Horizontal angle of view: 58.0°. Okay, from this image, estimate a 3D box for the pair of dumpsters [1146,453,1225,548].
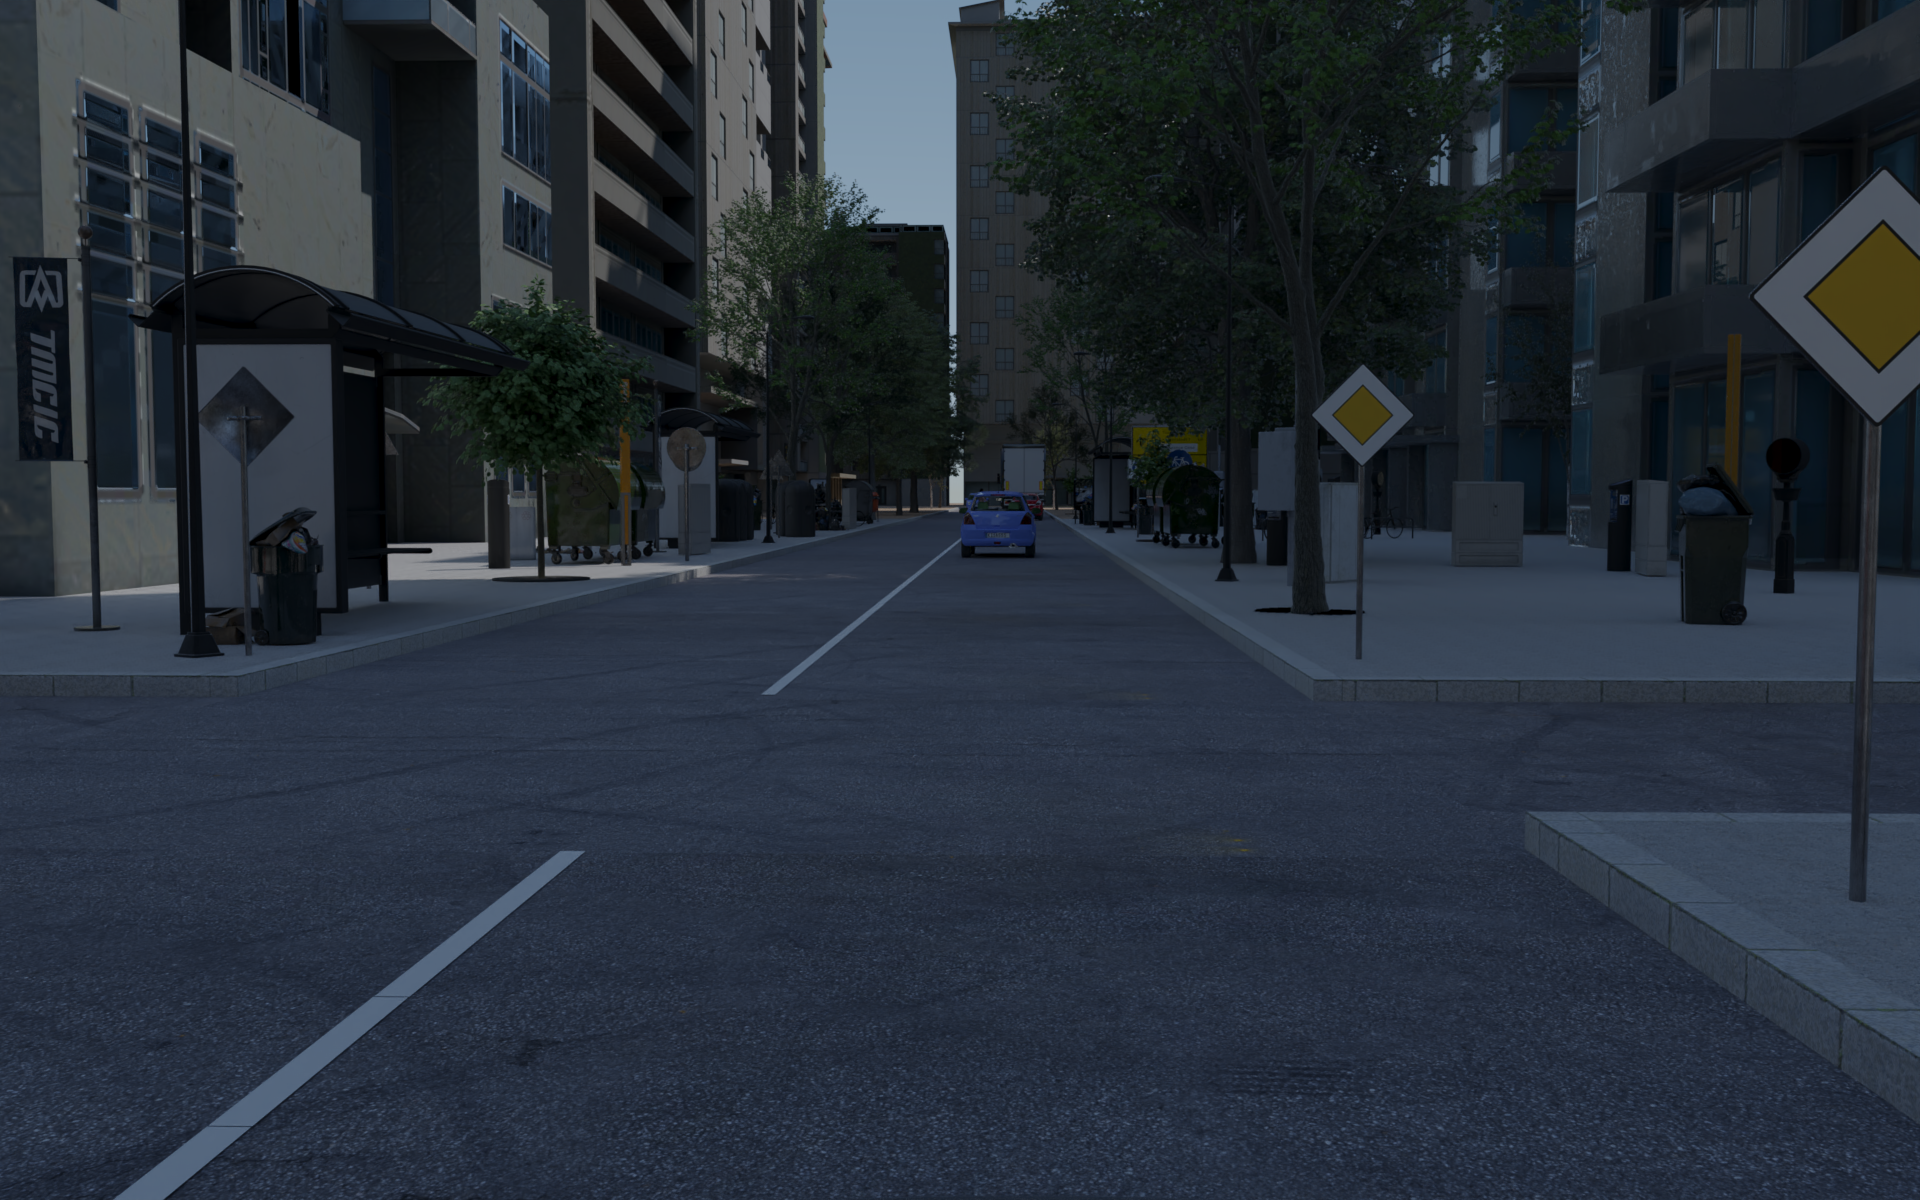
[{"bbox_3d":[5.568,-2.470,42.877,1.574,2.255,4.437,0,4,2],"label":"pair of dumpsters"}]

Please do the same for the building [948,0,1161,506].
[{"bbox_3d":[12.966,-36.973,193.749,27.495,52.752,28.713,0,4,2],"label":"building"}]

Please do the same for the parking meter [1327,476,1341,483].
[{"bbox_3d":[11.843,-3.009,54.912,0.399,1.863,0.255,-3,4,-39],"label":"parking meter"}]

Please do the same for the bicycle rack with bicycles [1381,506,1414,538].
[{"bbox_3d":[11.652,-2.256,50.262,2.925,0.926,2.852,-2,4,-34],"label":"bicycle rack with bicycles"}]

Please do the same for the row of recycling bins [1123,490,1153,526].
[{"bbox_3d":[7.775,-3.947,71.642,1.069,1.692,3.534,3,4,38],"label":"row of recycling bins"}]

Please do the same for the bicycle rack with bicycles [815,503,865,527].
[{"bbox_3d":[-5.199,-3.365,68.406,2.925,0.926,2.852,0,4,-2],"label":"bicycle rack with bicycles"}]

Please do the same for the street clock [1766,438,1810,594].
[{"bbox_3d":[10.649,-1.086,22.327,0.358,2.002,0.471,-3,4,-37],"label":"street clock"}]

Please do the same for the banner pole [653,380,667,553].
[{"bbox_3d":[-6.657,-2.951,38.270,0.401,3.779,0.863,0,4,0],"label":"banner pole"}]

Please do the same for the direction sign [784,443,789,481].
[{"bbox_3d":[-7.661,-5.215,77.269,0.379,3.537,0.876,1,4,15],"label":"direction sign"}]

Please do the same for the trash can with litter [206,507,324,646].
[{"bbox_3d":[-5.989,-0.206,14.757,1.055,1.170,0.624,0,4,1],"label":"trash can with litter"}]

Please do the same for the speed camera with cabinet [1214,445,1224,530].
[{"bbox_3d":[9.144,-4.085,61.126,2.038,3.252,0.660,0,4,-7],"label":"speed camera with cabinet"}]

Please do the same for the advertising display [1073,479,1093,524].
[{"bbox_3d":[5.260,-4.203,73.928,0.974,1.923,0.123,-2,4,-35],"label":"advertising display"}]

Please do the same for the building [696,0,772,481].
[{"bbox_3d":[-26.067,-31.388,102.435,28.713,52.752,27.495,0,4,2],"label":"building"}]

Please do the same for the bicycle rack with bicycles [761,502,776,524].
[{"bbox_3d":[-7.591,-3.717,74.159,2.852,0.926,2.925,-1,4,-19],"label":"bicycle rack with bicycles"}]

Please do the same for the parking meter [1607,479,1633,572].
[{"bbox_3d":[10.966,-1.246,28.784,0.372,1.533,0.369,0,3,0],"label":"parking meter"}]

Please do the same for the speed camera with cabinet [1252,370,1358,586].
[{"bbox_3d":[5.039,-1.863,24.796,0.660,3.252,2.038,3,5,42],"label":"speed camera with cabinet"}]

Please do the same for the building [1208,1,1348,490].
[{"bbox_3d":[26.518,-43.105,143.024,20.563,71.187,20.611,0,4,2],"label":"building"}]

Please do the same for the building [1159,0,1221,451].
[{"bbox_3d":[25.761,-30.517,122.656,21.300,48.544,21.600,0,4,2],"label":"building"}]

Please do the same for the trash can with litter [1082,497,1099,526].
[{"bbox_3d":[5.496,-3.618,70.535,1.055,1.170,0.624,2,4,25],"label":"trash can with litter"}]

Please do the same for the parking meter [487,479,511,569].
[{"bbox_3d":[-7.941,-1.309,29.820,0.372,1.533,0.369,0,3,0],"label":"parking meter"}]

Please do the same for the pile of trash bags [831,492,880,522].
[{"bbox_3d":[-4.814,-4.355,80.963,1.912,1.369,3.447,-3,4,-36],"label":"pile of trash bags"}]

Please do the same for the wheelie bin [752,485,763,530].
[{"bbox_3d":[-7.390,-3.260,61.209,0.693,1.594,0.980,-3,5,-44],"label":"wheelie bin"}]

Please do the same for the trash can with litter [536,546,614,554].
[{"bbox_3d":[-8.745,-1.637,37.819,2.233,1.210,1.678,3,5,42],"label":"trash can with litter"}]

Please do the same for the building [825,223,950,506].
[{"bbox_3d":[-8.240,-25.439,187.625,14.107,30.474,14.160,0,4,2],"label":"building"}]

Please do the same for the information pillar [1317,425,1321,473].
[{"bbox_3d":[8.438,-3.076,41.641,0.504,3.616,0.183,-1,4,-17],"label":"information pillar"}]

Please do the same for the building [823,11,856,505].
[{"bbox_3d":[-24.272,-30.095,146.677,28.867,44.769,22.147,0,4,2],"label":"building"}]

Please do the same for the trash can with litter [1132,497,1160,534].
[{"bbox_3d":[6.219,-2.747,56.309,0.624,1.170,1.055,-3,5,-42],"label":"trash can with litter"}]

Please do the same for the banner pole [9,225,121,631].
[{"bbox_3d":[-8.373,-1.601,16.193,0.863,3.779,0.401,-1,4,-12],"label":"banner pole"}]

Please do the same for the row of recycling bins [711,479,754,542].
[{"bbox_3d":[-6.298,-2.501,48.004,1.069,1.692,3.534,0,4,1],"label":"row of recycling bins"}]

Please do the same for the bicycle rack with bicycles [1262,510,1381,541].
[{"bbox_3d":[9.367,-2.018,46.378,2.925,0.926,2.852,0,4,-2],"label":"bicycle rack with bicycles"}]

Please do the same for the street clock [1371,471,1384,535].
[{"bbox_3d":[13.178,-3.066,54.694,0.358,2.002,0.471,3,4,39],"label":"street clock"}]

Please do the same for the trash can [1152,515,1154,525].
[{"bbox_3d":[6.646,-2.943,59.771,0.748,1.137,0.748,0,3,0],"label":"trash can"}]

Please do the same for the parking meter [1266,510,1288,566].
[{"bbox_3d":[5.693,-1.385,31.059,0.372,1.533,0.369,0,3,0],"label":"parking meter"}]

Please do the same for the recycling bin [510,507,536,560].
[{"bbox_3d":[-8.681,-1.302,33.842,0.722,1.027,0.722,-1,4,-17],"label":"recycling bin"}]

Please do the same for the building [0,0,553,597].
[{"bbox_3d":[-21.942,-44.167,34.810,22.319,86.520,31.000,0,4,2],"label":"building"}]

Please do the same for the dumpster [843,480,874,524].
[{"bbox_3d":[-4.357,-4.180,74.105,1.264,1.857,1.865,0,4,2],"label":"dumpster"}]

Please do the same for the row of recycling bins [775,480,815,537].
[{"bbox_3d":[-5.085,-2.800,52.893,1.069,1.692,3.534,-1,4,-12],"label":"row of recycling bins"}]

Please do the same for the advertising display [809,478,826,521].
[{"bbox_3d":[-5.800,-4.063,71.642,0.974,1.923,0.123,-2,4,-33],"label":"advertising display"}]

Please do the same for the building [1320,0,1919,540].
[{"bbox_3d":[26.706,-27.261,65.330,23.786,49.044,30.456,0,4,2],"label":"building"}]

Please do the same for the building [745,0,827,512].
[{"bbox_3d":[-17.327,-26.919,123.723,14.154,41.232,14.086,0,4,2],"label":"building"}]

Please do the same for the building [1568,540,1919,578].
[{"bbox_3d":[27.578,-25.187,31.410,30.456,49.044,23.786,0,4,2],"label":"building"}]

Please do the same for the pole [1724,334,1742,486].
[{"bbox_3d":[9.902,-1.736,22.234,0.158,3.312,0.155,0,3,0],"label":"pole"}]

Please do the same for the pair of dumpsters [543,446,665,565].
[{"bbox_3d":[-6.871,-1.894,33.453,1.574,2.255,4.437,0,4,2],"label":"pair of dumpsters"}]

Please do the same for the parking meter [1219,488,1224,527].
[{"bbox_3d":[10.171,-3.648,68.052,0.372,1.533,0.369,0,3,0],"label":"parking meter"}]

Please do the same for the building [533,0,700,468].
[{"bbox_3d":[-23.222,-27.313,70.266,21.300,48.544,21.600,0,4,2],"label":"building"}]

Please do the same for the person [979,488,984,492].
[{"bbox_3d":[1.249,-5.133,93.133,0.721,1.736,1.217,-1,4,-17],"label":"person"}]

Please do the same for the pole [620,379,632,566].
[{"bbox_3d":[-5.976,-2.267,30.907,0.158,3.312,0.155,0,3,0],"label":"pole"}]
